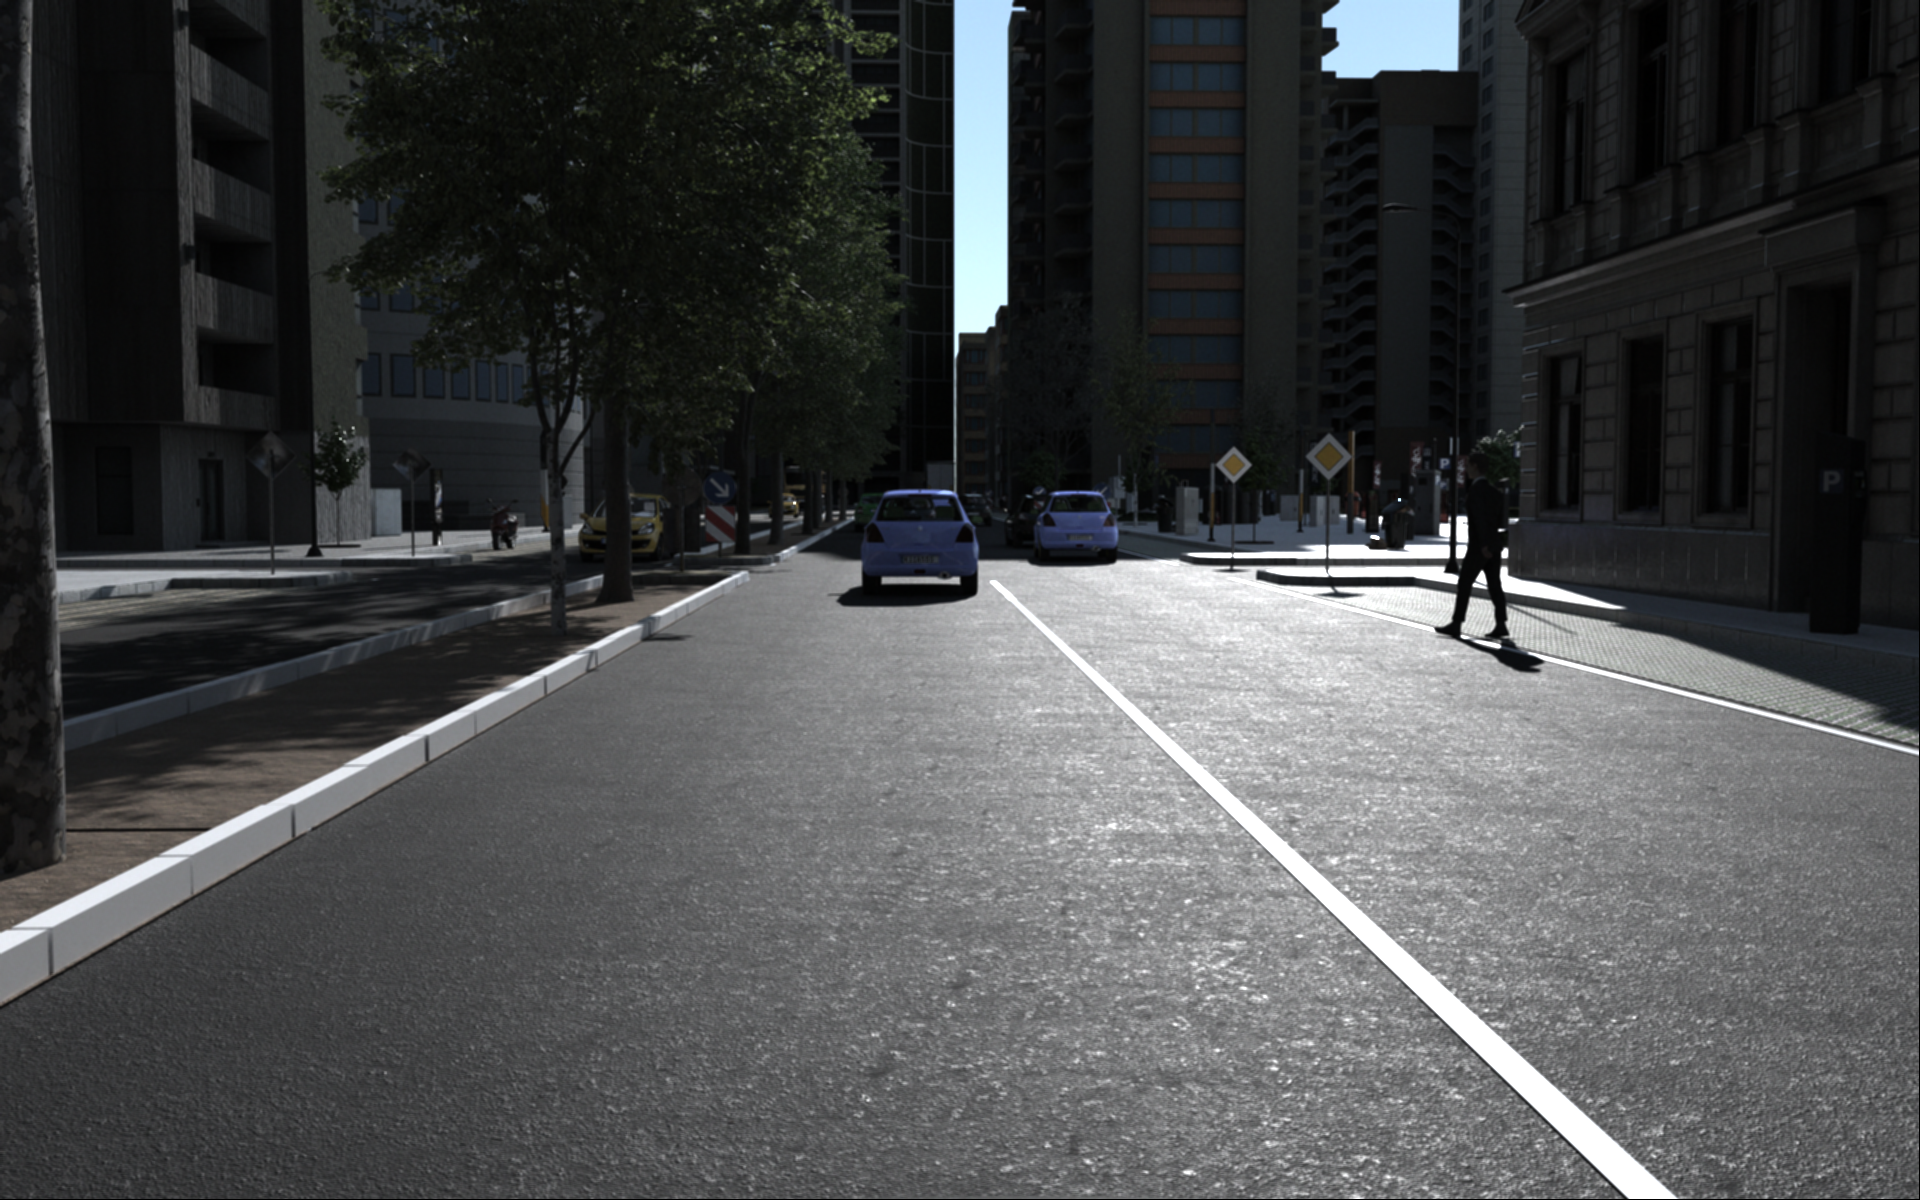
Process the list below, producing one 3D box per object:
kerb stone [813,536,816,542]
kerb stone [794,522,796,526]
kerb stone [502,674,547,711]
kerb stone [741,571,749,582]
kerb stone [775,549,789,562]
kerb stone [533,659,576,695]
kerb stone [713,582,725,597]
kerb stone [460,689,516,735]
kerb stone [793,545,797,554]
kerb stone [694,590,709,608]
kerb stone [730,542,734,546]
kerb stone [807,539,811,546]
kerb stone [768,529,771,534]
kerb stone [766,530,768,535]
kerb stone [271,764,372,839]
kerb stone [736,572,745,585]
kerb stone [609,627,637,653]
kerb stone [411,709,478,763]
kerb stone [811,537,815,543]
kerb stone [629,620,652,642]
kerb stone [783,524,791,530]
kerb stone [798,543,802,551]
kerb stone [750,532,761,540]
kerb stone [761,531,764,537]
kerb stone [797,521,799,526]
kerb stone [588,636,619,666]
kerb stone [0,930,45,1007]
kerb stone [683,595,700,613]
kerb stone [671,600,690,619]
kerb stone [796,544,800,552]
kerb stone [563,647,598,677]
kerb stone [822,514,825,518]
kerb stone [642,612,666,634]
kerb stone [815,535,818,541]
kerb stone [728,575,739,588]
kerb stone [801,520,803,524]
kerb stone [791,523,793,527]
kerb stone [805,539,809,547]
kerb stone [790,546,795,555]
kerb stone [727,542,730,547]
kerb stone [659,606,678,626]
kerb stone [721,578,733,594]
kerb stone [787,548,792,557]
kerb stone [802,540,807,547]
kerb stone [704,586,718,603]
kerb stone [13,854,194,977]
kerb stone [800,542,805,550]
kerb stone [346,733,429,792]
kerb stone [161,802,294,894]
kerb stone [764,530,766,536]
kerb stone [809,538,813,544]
[{"bbox_3d":[-4.326,-1.713,50.249,0.120,0.150,1.000,0,4,-2],"label":"kerb stone"},{"bbox_3d":[-7.286,-3.212,74.709,0.120,0.150,1.000,0,4,-2],"label":"kerb stone"},{"bbox_3d":[-2.986,0.644,11.778,0.120,0.150,1.000,0,4,-2],"label":"kerb stone"},{"bbox_3d":[-3.544,-0.367,28.193,0.120,0.150,1.000,0,4,-2],"label":"kerb stone"},{"bbox_3d":[-3.897,-0.963,37.940,0.120,0.150,1.000,0,4,-2],"label":"kerb stone"},{"bbox_3d":[-3.014,0.580,12.800,0.120,0.150,1.000,0,4,-2],"label":"kerb stone"},{"bbox_3d":[-3.410,-0.112,24.090,0.120,0.150,1.000,0,4,-2],"label":"kerb stone"},{"bbox_3d":[-2.942,0.700,10.752,0.120,0.150,1.000,0,4,-2],"label":"kerb stone"},{"bbox_3d":[-4.004,-1.151,41.022,0.120,0.150,1.000,0,4,-2],"label":"kerb stone"},{"bbox_3d":[-3.340,0.009,22.047,0.120,0.150,1.000,0,4,-2],"label":"kerb stone"},{"bbox_3d":[-6.308,-1.517,47.080,0.120,0.150,1.000,0,4,-2],"label":"kerb stone"},{"bbox_3d":[-4.219,-1.528,47.174,0.120,0.150,1.000,0,4,-2],"label":"kerb stone"},{"bbox_3d":[-6.781,-2.336,60.388,0.120,0.150,1.000,0,4,-2],"label":"kerb stone"},{"bbox_3d":[-6.749,-2.273,59.358,0.120,0.150,1.000,0,4,-2],"label":"kerb stone"},{"bbox_3d":[-2.836,0.892,7.685,0.120,0.150,1.000,0,4,-2],"label":"kerb stone"},{"bbox_3d":[-3.514,-0.300,27.163,0.120,0.150,1.000,0,4,-2],"label":"kerb stone"},{"bbox_3d":[-3.127,0.386,15.887,0.120,0.150,1.000,0,4,-2],"label":"kerb stone"},{"bbox_3d":[-2.908,0.763,9.727,0.120,0.150,1.000,0,4,-2],"label":"kerb stone"},{"bbox_3d":[-4.290,-1.651,49.227,0.120,0.150,1.000,0,4,-2],"label":"kerb stone"},{"bbox_3d":[-3.168,0.331,16.913,0.120,0.150,1.000,0,4,-2],"label":"kerb stone"},{"bbox_3d":[-7.175,-3.024,71.644,0.120,0.150,1.000,0,4,-2],"label":"kerb stone"},{"bbox_3d":[-4.076,-1.274,43.068,0.120,0.150,1.000,0,4,-2],"label":"kerb stone"},{"bbox_3d":[-6.637,-2.077,56.276,0.120,0.150,1.000,0,4,-2],"label":"kerb stone"},{"bbox_3d":[-6.680,-2.147,57.302,0.120,0.150,1.000,0,4,-2],"label":"kerb stone"},{"bbox_3d":[-7.354,-3.338,76.770,0.120,0.150,1.000,0,4,-2],"label":"kerb stone"},{"bbox_3d":[-3.085,0.451,14.857,0.120,0.150,1.000,0,4,-2],"label":"kerb stone"},{"bbox_3d":[-2.734,1.078,4.613,0.120,0.150,1.000,0,4,-2],"label":"kerb stone"},{"bbox_3d":[-3.304,0.072,21.023,0.120,0.150,1.000,0,4,-2],"label":"kerb stone"},{"bbox_3d":[-3.272,0.134,20.001,0.120,0.150,1.000,0,4,-2],"label":"kerb stone"},{"bbox_3d":[-4.032,-1.211,42.044,0.120,0.150,1.000,0,4,-2],"label":"kerb stone"},{"bbox_3d":[-3.056,0.518,13.828,0.120,0.150,1.000,0,4,-2],"label":"kerb stone"},{"bbox_3d":[-8.500,-5.345,109.582,0.120,0.150,1.000,0,4,-2],"label":"kerb stone"},{"bbox_3d":[-3.199,0.260,17.945,0.120,0.150,1.000,0,4,-2],"label":"kerb stone"},{"bbox_3d":[-4.359,-1.779,51.284,0.120,0.150,1.000,0,4,-2],"label":"kerb stone"},{"bbox_3d":[-3.484,-0.241,26.133,0.120,0.150,1.000,0,4,-2],"label":"kerb stone"},{"bbox_3d":[-7.459,-3.526,79.838,0.120,0.150,1.000,0,4,-2],"label":"kerb stone"},{"bbox_3d":[-7.212,-3.087,72.665,0.120,0.150,1.000,0,4,-2],"label":"kerb stone"},{"bbox_3d":[-4.182,-1.465,46.147,0.120,0.150,1.000,0,4,-2],"label":"kerb stone"},{"bbox_3d":[-3.960,-1.089,40.001,0.120,0.150,1.000,0,4,-2],"label":"kerb stone"},{"bbox_3d":[-6.286,-1.455,46.052,0.120,0.150,1.000,0,4,-2],"label":"kerb stone"},{"bbox_3d":[-3.238,0.200,18.980,0.120,0.150,1.000,0,4,-2],"label":"kerb stone"},{"bbox_3d":[-3.442,-0.178,25.112,0.120,0.150,1.000,0,4,-2],"label":"kerb stone"},{"bbox_3d":[-3.925,-1.026,38.972,0.120,0.150,1.000,0,4,-2],"label":"kerb stone"},{"bbox_3d":[-4.142,-1.402,45.116,0.120,0.150,1.000,0,4,-2],"label":"kerb stone"},{"bbox_3d":[-3.375,-0.053,23.069,0.120,0.150,1.000,0,4,-2],"label":"kerb stone"},{"bbox_3d":[-2.768,1.015,5.634,0.120,0.150,1.000,0,4,-2],"label":"kerb stone"},{"bbox_3d":[-4.111,-1.336,44.090,0.120,0.150,1.000,0,4,-2],"label":"kerb stone"},{"bbox_3d":[-2.881,0.825,8.706,0.120,0.150,1.000,0,4,-2],"label":"kerb stone"},{"bbox_3d":[-2.806,0.950,6.657,0.120,0.150,1.000,0,4,-2],"label":"kerb stone"},{"bbox_3d":[-6.713,-2.205,58.330,0.120,0.150,1.000,0,4,-2],"label":"kerb stone"},{"bbox_3d":[-4.248,-1.591,48.200,0.120,0.150,1.000,0,4,-2],"label":"kerb stone"}]
